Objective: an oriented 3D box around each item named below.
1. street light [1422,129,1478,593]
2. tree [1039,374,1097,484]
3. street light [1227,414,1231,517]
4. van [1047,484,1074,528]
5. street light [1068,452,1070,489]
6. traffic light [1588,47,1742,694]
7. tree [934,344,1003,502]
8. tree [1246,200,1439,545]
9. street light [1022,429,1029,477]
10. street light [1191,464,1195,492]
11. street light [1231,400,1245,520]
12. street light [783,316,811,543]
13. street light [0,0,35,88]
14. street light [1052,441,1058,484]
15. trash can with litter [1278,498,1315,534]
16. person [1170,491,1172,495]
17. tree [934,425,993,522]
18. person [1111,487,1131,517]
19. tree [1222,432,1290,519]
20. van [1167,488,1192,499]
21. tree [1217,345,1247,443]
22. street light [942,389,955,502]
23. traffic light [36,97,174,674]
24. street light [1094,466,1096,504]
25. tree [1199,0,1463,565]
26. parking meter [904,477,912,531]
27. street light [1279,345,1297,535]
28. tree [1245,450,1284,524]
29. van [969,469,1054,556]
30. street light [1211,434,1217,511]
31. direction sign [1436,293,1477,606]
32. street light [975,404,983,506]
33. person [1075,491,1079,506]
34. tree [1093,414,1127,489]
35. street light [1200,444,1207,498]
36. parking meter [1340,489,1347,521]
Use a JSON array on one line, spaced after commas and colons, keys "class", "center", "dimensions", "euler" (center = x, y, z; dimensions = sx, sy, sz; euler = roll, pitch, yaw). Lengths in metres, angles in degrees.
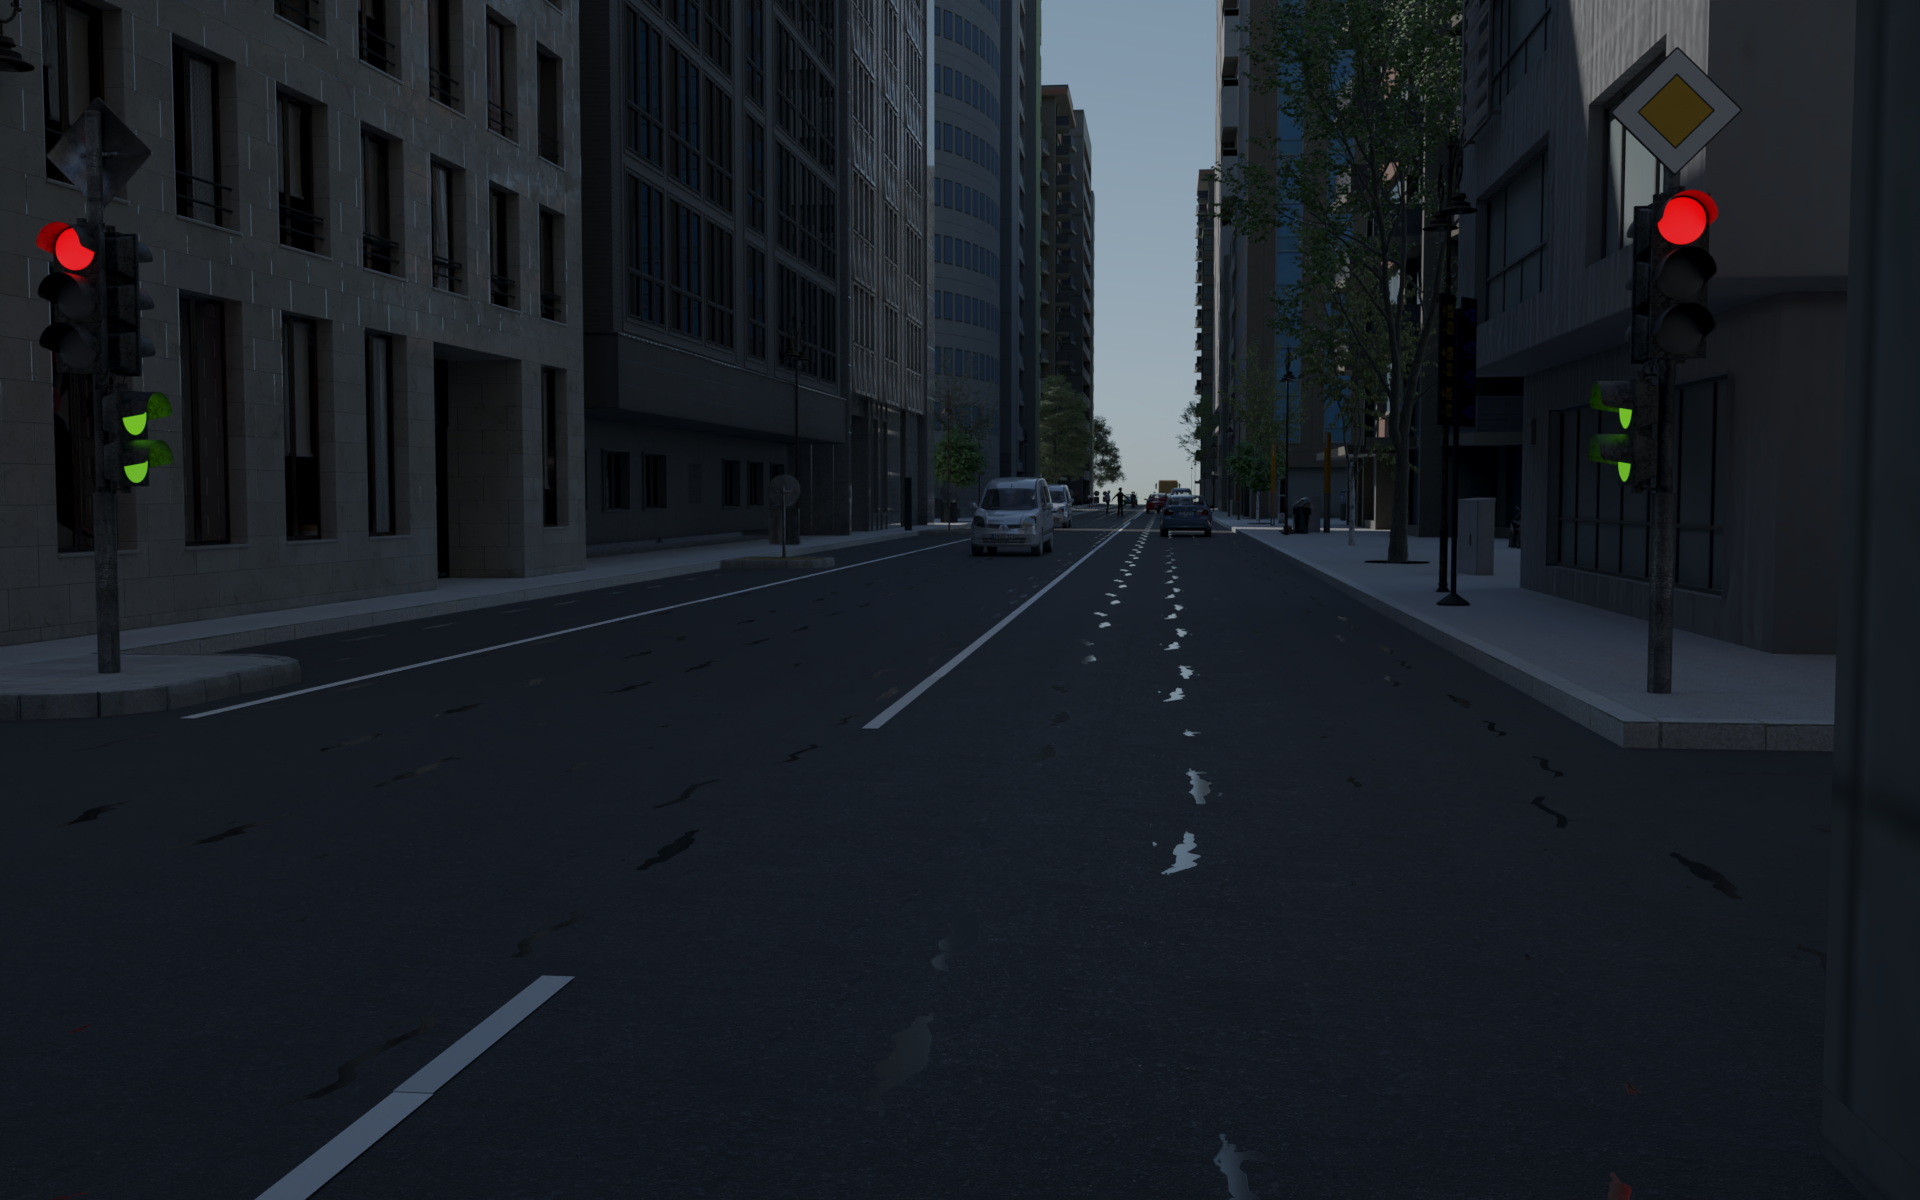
[{"class": "street light", "center": [6.316, -3.039, 22.473], "dimensions": [0.468, 5.910, 1.993], "euler": [0, 4, 7]}, {"class": "tree", "center": [9.421, -15.069, 164.502], "dimensions": [7.486, 12.596, 7.792], "euler": [0, 3, 0]}, {"class": "street light", "center": [15.302, -7.680, 98.357], "dimensions": [0.468, 5.910, 1.993], "euler": [0, 4, 7]}, {"class": "van", "center": [3.871, -4.089, 73.866], "dimensions": [2.013, 2.044, 4.112], "euler": [0, 4, 7]}, {"class": "street light", "center": [10.767, -12.147, 171.384], "dimensions": [0.468, 5.910, 1.993], "euler": [0, 4, 7]}, {"class": "traffic light", "center": [4.499, -1.355, 11.077], "dimensions": [0.839, 4.253, 0.868], "euler": [0, 4, 7]}, {"class": "tree", "center": [-0.047, -8.266, 85.505], "dimensions": [4.360, 8.622, 3.978], "euler": [0, 3, 0]}, {"class": "tree", "center": [9.757, -5.655, 42.819], "dimensions": [4.737, 8.622, 4.395], "euler": [0, 3, 0]}, {"class": "street light", "center": [4.565, -9.014, 120.161], "dimensions": [0.468, 5.910, 1.993], "euler": [0, 4, 7]}, {"class": "street light", "center": [32.554, -16.550, 243.378], "dimensions": [0.468, 5.910, 1.993], "euler": [0, 4, 7]}, {"class": "street light", "center": [13.754, -6.882, 85.302], "dimensions": [0.468, 5.910, 1.993], "euler": [0, 4, 7]}, {"class": "street light", "center": [-4.238, -4.417, 44.999], "dimensions": [0.468, 5.910, 1.993], "euler": [0, 4, 7]}, {"class": "street light", "center": [-7.967, -2.500, 13.671], "dimensions": [0.468, 5.910, 1.993], "euler": [0, 4, 7]}, {"class": "street light", "center": [8.337, -10.943, 151.711], "dimensions": [0.468, 5.910, 1.993], "euler": [0, 4, 7]}, {"class": "trash can with litter", "center": [10.783, -2.698, 55.502], "dimensions": [1.055, 1.170, 0.624], "euler": [-2, 4, -24]}, {"class": "person", "center": [17.937, -8.417, 146.840], "dimensions": [1.217, 1.743, 0.721], "euler": [-1, 4, -12]}, {"class": "tree", "center": [-0.096, -5.894, 80.078], "dimensions": [4.285, 4.588, 4.351], "euler": [0, 3, 0]}, {"class": "person", "center": [10.111, -6.174, 109.075], "dimensions": [1.348, 1.869, 0.705], "euler": [2, 4, 28]}, {"class": "tree", "center": [15.201, -6.442, 89.037], "dimensions": [4.285, 4.588, 4.351], "euler": [0, 3, 0]}, {"class": "van", "center": [15.186, -6.833, 118.730], "dimensions": [2.013, 2.044, 4.112], "euler": [0, 4, 8]}, {"class": "tree", "center": [14.170, -7.970, 80.673], "dimensions": [4.737, 8.622, 4.395], "euler": [0, 3, 0]}, {"class": "street light", "center": [-0.519, -6.340, 76.443], "dimensions": [0.468, 5.910, 1.993], "euler": [0, 4, 7]}, {"class": "traffic light", "center": [-6.090, -1.431, 12.313], "dimensions": [0.839, 4.253, 0.868], "euler": [0, 4, 7]}, {"class": "street light", "center": [18.280, -16.019, 234.693], "dimensions": [0.468, 5.910, 1.993], "euler": [0, 4, 7]}, {"class": "tree", "center": [8.114, -6.471, 31.559], "dimensions": [9.928, 11.665, 9.643], "euler": [0, 3, 0]}, {"class": "parking meter", "center": [-1.818, -3.372, 60.842], "dimensions": [0.255, 1.863, 0.399], "euler": [0, 4, 1]}, {"class": "street light", "center": [10.162, -4.954, 53.787], "dimensions": [0.468, 5.910, 1.993], "euler": [0, 4, 7]}, {"class": "tree", "center": [12.701, -4.846, 73.831], "dimensions": [1.663, 3.219, 1.824], "euler": [0, 3, 0]}, {"class": "van", "center": [1.286, -2.109, 41.497], "dimensions": [2.013, 2.044, 4.112], "euler": [1, 4, 9]}, {"class": "street light", "center": [19.029, -9.605, 129.824], "dimensions": [0.468, 5.910, 1.993], "euler": [0, 4, 7]}, {"class": "direction sign", "center": [5.694, -1.706, 19.889], "dimensions": [0.379, 3.537, 0.876], "euler": [3, 5, 43]}, {"class": "street light", "center": [0.987, -7.096, 88.815], "dimensions": [0.468, 5.910, 1.993], "euler": [0, 4, 7]}, {"class": "person", "center": [12.438, -10.768, 183.561], "dimensions": [0.415, 1.643, 0.593], "euler": [-1, 4, -17]}, {"class": "tree", "center": [18.591, -19.851, 241.576], "dimensions": [9.611, 12.733, 9.660], "euler": [0, 3, 0]}, {"class": "street light", "center": [22.741, -11.521, 161.154], "dimensions": [0.468, 5.910, 1.993], "euler": [0, 4, 7]}, {"class": "parking meter", "center": [18.486, -4.577, 83.250], "dimensions": [0.372, 1.533, 0.369], "euler": [0, 3, 0]}]
